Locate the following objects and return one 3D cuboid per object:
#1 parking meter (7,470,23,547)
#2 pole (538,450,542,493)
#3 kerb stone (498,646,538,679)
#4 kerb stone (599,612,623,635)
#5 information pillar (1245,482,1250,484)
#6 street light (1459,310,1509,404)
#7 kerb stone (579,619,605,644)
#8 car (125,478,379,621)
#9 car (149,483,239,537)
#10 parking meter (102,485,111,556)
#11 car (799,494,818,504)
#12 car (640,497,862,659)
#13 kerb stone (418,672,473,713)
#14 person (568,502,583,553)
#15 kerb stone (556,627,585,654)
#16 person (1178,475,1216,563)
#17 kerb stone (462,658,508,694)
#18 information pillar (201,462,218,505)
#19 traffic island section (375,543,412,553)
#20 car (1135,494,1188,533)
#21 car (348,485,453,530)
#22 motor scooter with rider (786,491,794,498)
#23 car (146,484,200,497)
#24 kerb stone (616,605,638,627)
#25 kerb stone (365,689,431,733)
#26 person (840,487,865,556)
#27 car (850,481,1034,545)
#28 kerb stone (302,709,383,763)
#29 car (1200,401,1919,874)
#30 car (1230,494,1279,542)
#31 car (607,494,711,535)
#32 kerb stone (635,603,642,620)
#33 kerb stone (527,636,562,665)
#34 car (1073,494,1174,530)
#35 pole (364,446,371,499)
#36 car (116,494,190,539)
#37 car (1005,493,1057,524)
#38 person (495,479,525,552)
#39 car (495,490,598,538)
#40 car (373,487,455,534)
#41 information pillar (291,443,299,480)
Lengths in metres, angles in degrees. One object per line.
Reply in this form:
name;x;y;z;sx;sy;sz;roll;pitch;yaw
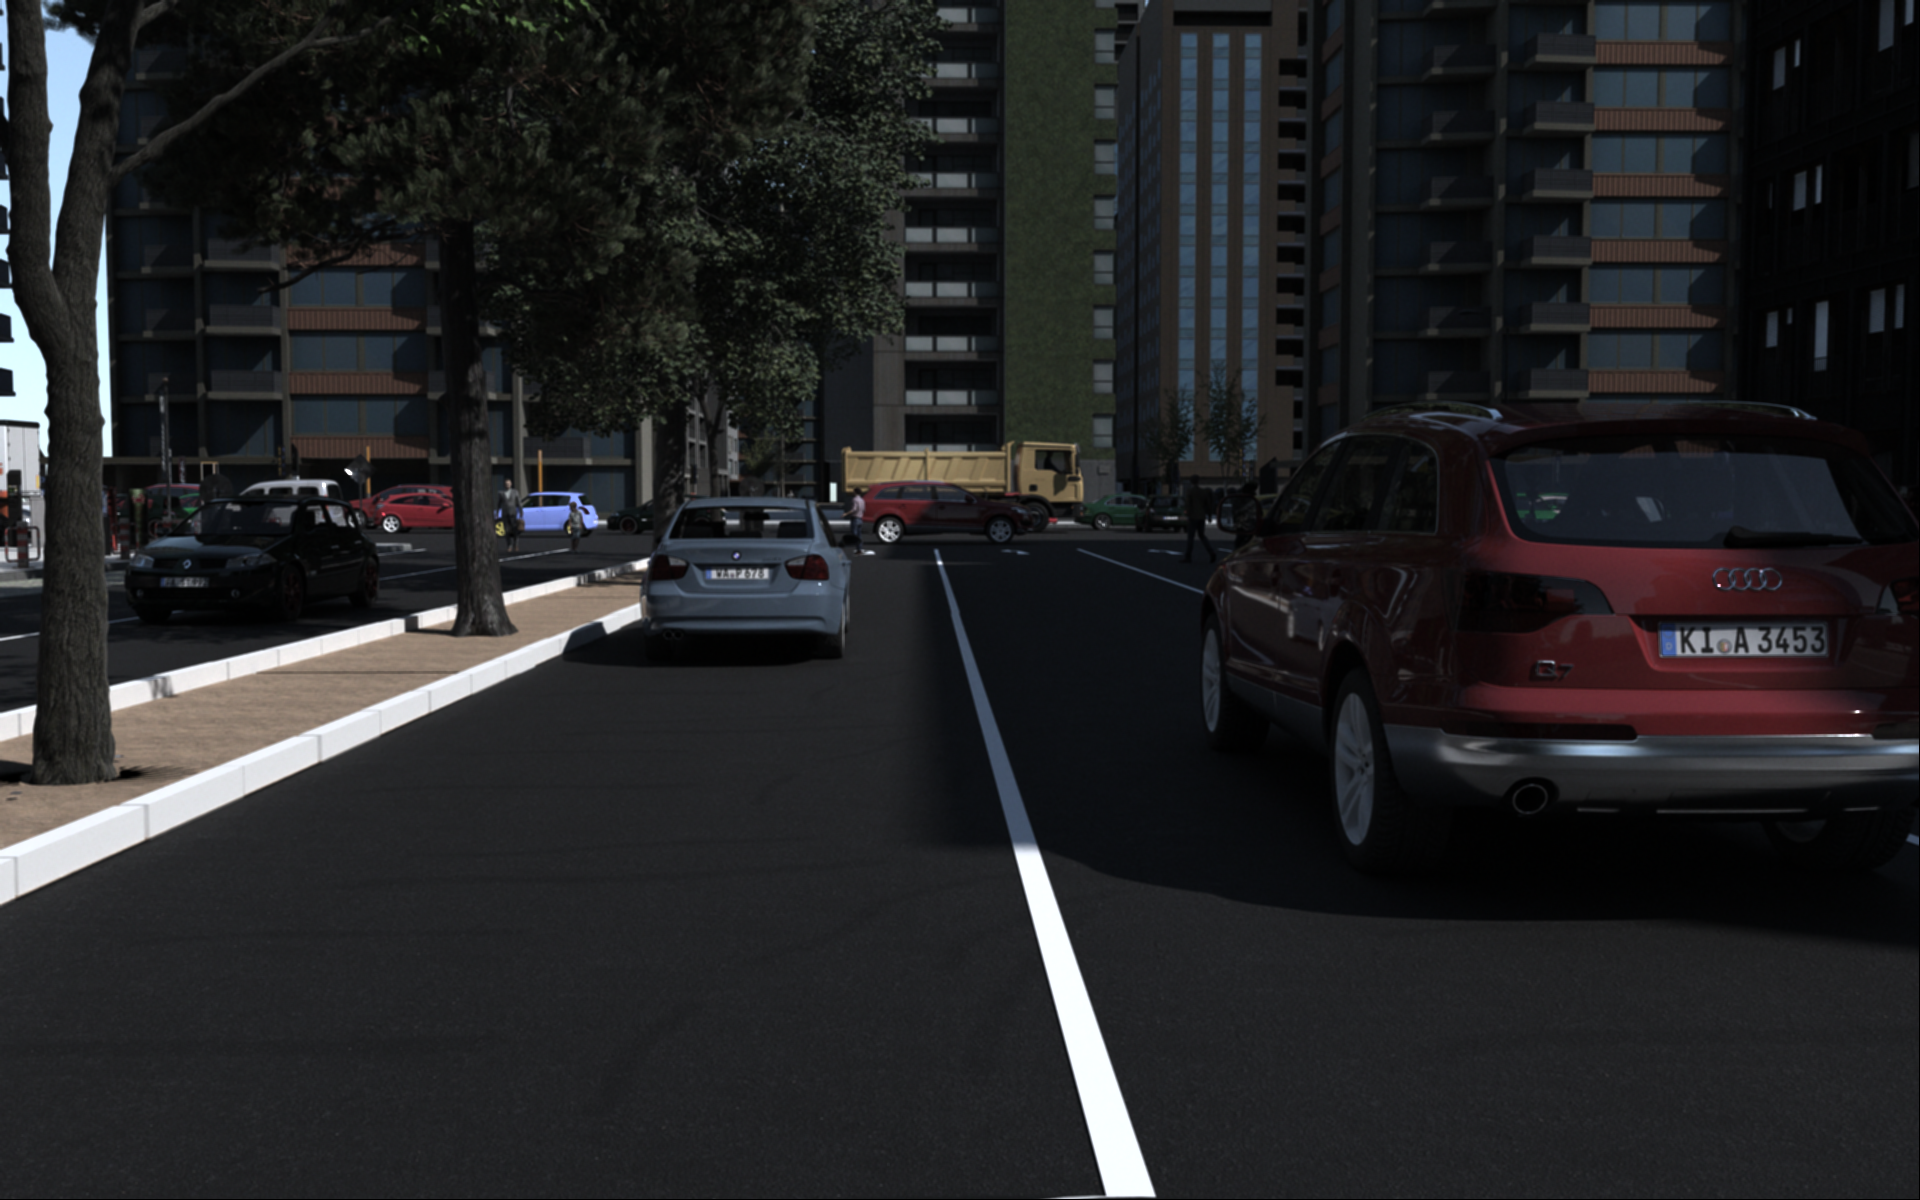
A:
parking meter;-22.763;-2.202;41.722;0.255;1.863;0.399;-1;4;-18
pole;-19.466;-5.288;80.306;0.158;3.312;0.155;0;3;0
kerb stone;-3.574;0.509;13.867;0.120;0.150;1.000;0;4;-1
kerb stone;-3.671;0.262;17.981;0.120;0.150;1.000;0;4;-1
information pillar;18.077;-6.362;108.516;0.304;2.012;0.304;-2;4;-24
street light;13.280;-4.363;43.874;1.470;5.913;1.316;0;4;-1
kerb stone;-3.648;0.325;16.955;0.120;0.150;1.000;0;4;-1
car;-8.355;-0.669;20.717;2.009;1.686;4.222;0;4;0
car;-25.802;-3.055;58.752;4.718;1.807;1.959;0;4;-2
parking meter;-17.907;-1.691;36.067;0.372;1.533;0.369;0;3;0
car;-15.770;-10.272;179.947;2.014;1.417;4.499;0;4;0
car;-1.935;-0.265;16.341;2.014;1.417;4.499;0;4;-3
kerb stone;-3.527;0.635;11.813;0.120;0.150;1.000;0;4;-1
person;-9.290;-1.756;41.897;0.332;1.250;0.352;1;4;16
kerb stone;-3.626;0.389;15.927;0.120;0.150;1.000;0;4;-1
person;4.987;-1.697;36.157;0.836;1.842;0.656;2;4;31
kerb stone;-3.549;0.572;12.839;0.120;0.150;1.000;0;4;-1
information pillar;-17.314;-2.172;40.012;0.304;2.012;0.304;-1;4;-8
traffic island section;-14.990;-1.288;43.336;2.009;0.180;2.903;0;4;-1
car;7.633;-3.386;65.149;2.009;1.686;4.222;0;4;-1
car;-22.619;-3.782;70.508;5.304;1.827;2.281;0;4;-1
motor scooter with rider;-14.723;-8.617;149.847;0.876;1.779;1.986;0;4;-1
car;-30.454;-3.515;66.141;5.304;1.827;2.281;0;4;-3
kerb stone;-3.705;0.194;19.017;0.120;0.150;1.000;0;4;-1
kerb stone;-3.509;0.698;10.779;0.120;0.150;1.000;0;4;-1
person;-2.411;-1.819;40.204;0.435;1.587;0.963;1;4;18
car;-0.513;-2.525;49.965;5.304;1.827;2.281;0;4;-1
kerb stone;-3.476;0.762;9.735;0.120;0.150;1.000;0;4;-1
car;2.449;0.035;8.099;2.281;1.827;5.304;0;4;-2
car;9.912;-2.478;50.746;3.980;1.641;2.015;0;4;-2
car;-10.473;-3.184;61.841;4.222;1.686;2.009;0;4;1
kerb stone;-3.725;0.135;20.049;0.120;0.150;1.000;0;4;-1
kerb stone;-3.610;0.446;14.900;0.120;0.150;1.000;0;4;-1
car;6.991;-3.527;69.460;4.920;1.459;2.131;0;4;-1
pole;-25.355;-4.910;74.123;0.158;3.312;0.155;0;3;0
car;-27.306;-2.860;56.541;4.222;1.686;2.009;0;4;-3
car;1.657;-3.683;69.265;4.494;1.783;2.155;0;4;-3
person;-11.191;-2.107;43.068;0.709;1.813;0.853;-1;4;-14
car;-13.974;-2.942;57.698;3.694;1.707;1.945;0;4;-1
car;-19.256;-3.348;63.776;4.494;1.783;2.155;0;4;-3
information pillar;-30.545;-5.399;79.623;0.504;3.616;0.183;3;5;42
